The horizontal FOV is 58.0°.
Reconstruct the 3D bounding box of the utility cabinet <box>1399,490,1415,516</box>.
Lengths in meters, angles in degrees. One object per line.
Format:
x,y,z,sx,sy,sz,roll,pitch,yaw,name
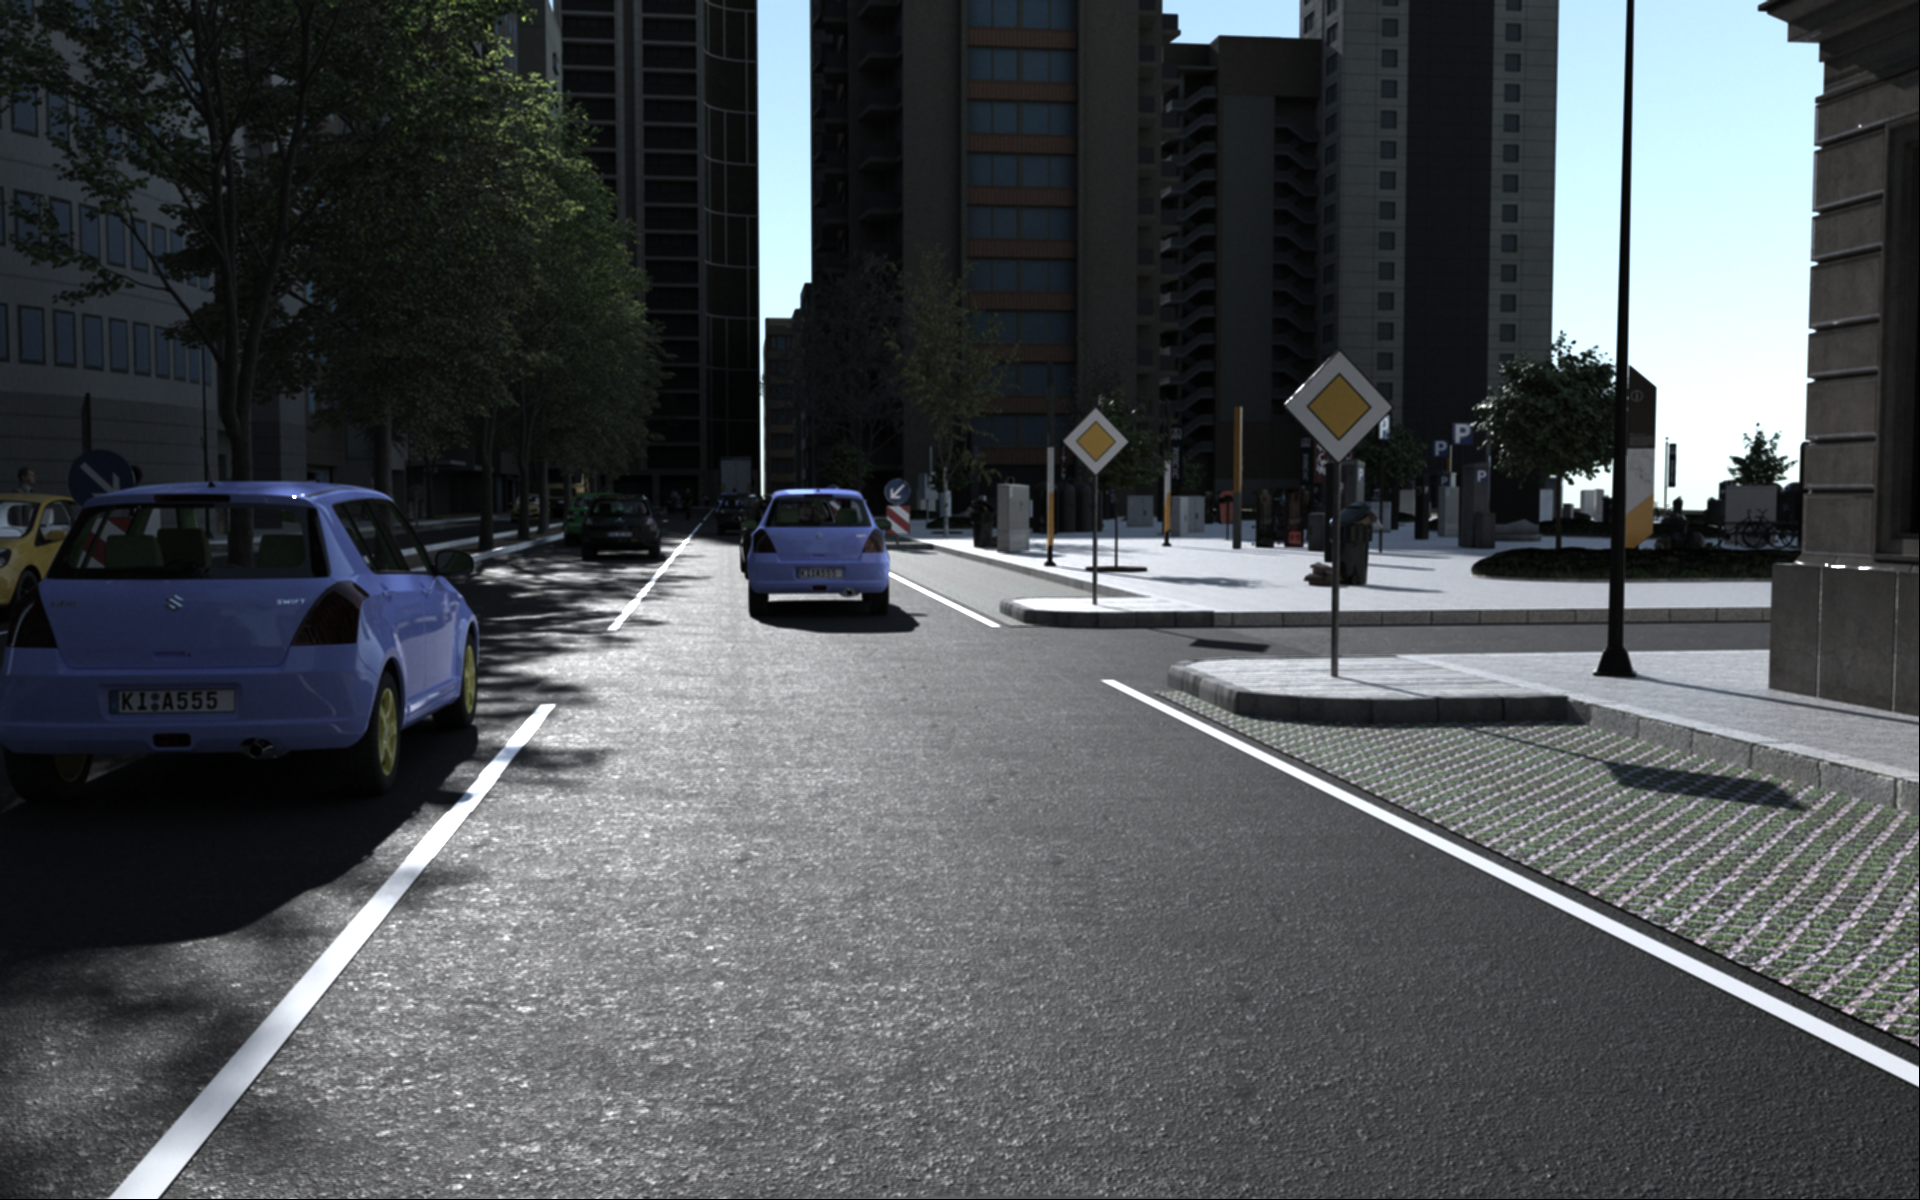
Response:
23.207,-4.942,89.486,0.318,1.500,1.173,-2,4,-24,utility cabinet

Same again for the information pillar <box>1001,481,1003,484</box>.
2.467,-5.512,94.619,0.304,2.012,0.304,-3,5,-42,information pillar

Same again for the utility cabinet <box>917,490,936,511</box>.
-1.811,-5.176,93.314,0.318,1.500,1.173,3,5,43,utility cabinet

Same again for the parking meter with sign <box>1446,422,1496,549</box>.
12.314,-2.762,41.415,0.543,3.016,1.738,0,4,-7,parking meter with sign

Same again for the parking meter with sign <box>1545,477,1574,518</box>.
26.234,-4.908,76.507,1.738,3.016,0.543,3,5,43,parking meter with sign

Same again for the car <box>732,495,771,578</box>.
-3.037,-1.292,30.909,2.009,1.686,4.222,-1,4,-9,car

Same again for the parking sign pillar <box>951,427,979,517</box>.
0.202,-4.996,70.155,1.447,3.967,1.447,-3,4,-38,parking sign pillar

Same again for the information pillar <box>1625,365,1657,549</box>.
12.342,-2.452,31.446,0.504,3.616,0.183,1,4,12,information pillar

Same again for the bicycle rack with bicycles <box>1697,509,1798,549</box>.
19.373,-1.704,41.241,2.925,0.926,2.852,3,4,37,bicycle rack with bicycles

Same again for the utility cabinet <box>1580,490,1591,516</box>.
33.949,-5.170,93.210,1.173,1.500,0.318,-1,4,-21,utility cabinet

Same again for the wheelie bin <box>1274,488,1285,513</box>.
16.746,-5.053,90.519,0.693,1.594,0.980,-2,4,-35,wheelie bin

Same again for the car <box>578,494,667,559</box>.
-7.715,-1.821,39.561,2.009,1.686,4.222,-1,4,-9,car

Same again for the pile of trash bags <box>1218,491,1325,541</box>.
8.861,-2.340,48.016,3.447,1.369,1.912,1,4,16,pile of trash bags

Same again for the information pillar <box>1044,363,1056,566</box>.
1.609,-2.411,30.778,0.183,3.616,0.504,0,4,-2,information pillar

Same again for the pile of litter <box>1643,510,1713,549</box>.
16.486,-1.577,39.755,1.719,0.858,1.176,3,5,44,pile of litter

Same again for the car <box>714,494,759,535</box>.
-7.761,-3.175,61.706,2.009,1.686,4.222,0,4,-7,car

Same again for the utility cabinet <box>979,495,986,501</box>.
0.687,-4.124,78.590,1.020,1.237,0.306,2,4,29,utility cabinet

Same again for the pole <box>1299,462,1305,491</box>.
13.018,-4.408,65.915,0.158,3.312,0.155,0,3,0,pole

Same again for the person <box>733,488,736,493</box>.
-15.061,-6.570,115.859,1.348,1.831,0.705,-3,5,-39,person

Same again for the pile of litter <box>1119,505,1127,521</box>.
8.389,-4.245,83.365,1.176,0.858,1.719,-1,4,-20,pile of litter

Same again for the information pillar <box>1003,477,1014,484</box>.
2.162,-4.317,75.078,0.304,2.012,0.304,-1,4,-12,information pillar

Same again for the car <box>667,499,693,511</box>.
-23.046,-7.970,142.113,2.131,1.459,4.920,0,4,-6,car

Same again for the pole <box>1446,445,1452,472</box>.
20.305,-4.778,71.966,0.158,3.312,0.155,0,3,0,pole

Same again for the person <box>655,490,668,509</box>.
-28.901,-9.743,167.814,1.348,1.821,0.705,1,4,10,person

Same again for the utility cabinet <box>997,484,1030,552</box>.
1.183,-1.794,38.003,0.318,1.500,1.173,2,4,24,utility cabinet

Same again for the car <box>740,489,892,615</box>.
-1.809,-0.749,21.841,1.945,1.707,3.694,0,4,-6,car

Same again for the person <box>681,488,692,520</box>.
-15.378,-5.402,97.338,0.721,1.766,1.217,-3,4,-36,person

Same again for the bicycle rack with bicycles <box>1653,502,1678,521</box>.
33.060,-4.287,83.479,2.925,0.926,2.852,1,4,13,bicycle rack with bicycles

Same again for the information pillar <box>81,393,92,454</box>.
-20.242,-2.987,40.198,0.183,3.616,0.504,-3,5,-40,information pillar

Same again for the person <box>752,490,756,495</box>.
-20.447,-9.917,170.724,1.350,1.814,0.705,-2,4,-35,person

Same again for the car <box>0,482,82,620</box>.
-11.466,-0.637,20.635,2.015,1.641,3.980,0,4,-6,car

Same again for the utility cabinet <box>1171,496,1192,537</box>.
6.661,-2.526,52.460,0.306,1.237,1.020,1,4,22,utility cabinet

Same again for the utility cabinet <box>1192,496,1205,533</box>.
7.639,-2.836,57.534,1.020,1.237,0.306,-2,4,-26,utility cabinet

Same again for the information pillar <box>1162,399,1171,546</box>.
5.093,-3.128,42.492,0.183,3.616,0.504,0,4,-2,information pillar

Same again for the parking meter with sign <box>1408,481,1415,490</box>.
24.617,-5.915,92.972,0.543,3.016,1.738,-2,4,-26,parking meter with sign

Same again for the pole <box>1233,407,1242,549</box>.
6.482,-2.850,40.444,0.158,3.312,0.155,0,3,0,pole

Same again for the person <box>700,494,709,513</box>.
-19.028,-7.185,129.158,0.628,1.438,0.799,0,4,-5,person

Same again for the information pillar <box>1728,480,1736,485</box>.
40.505,-5.287,90.937,0.304,2.012,0.304,0,4,-8,information pillar

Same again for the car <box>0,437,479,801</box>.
-3.704,0.009,9.446,1.945,1.707,3.694,0,4,-7,car

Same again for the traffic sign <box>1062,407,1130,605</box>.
1.562,-1.003,20.037,0.795,2.450,0.064,0,4,-8,traffic sign

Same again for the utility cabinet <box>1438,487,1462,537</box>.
14.866,-2.638,51.810,1.173,1.500,0.318,-2,4,-27,utility cabinet

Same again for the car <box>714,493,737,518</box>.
-14.235,-5.951,106.886,1.945,1.707,3.694,0,4,-6,car

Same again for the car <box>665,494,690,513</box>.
-21.275,-7.410,130.946,2.009,1.686,4.222,-1,4,-9,car

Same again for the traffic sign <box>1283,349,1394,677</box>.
2.632,-0.519,12.124,0.795,2.450,0.064,0,4,-8,traffic sign

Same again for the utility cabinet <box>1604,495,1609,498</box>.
34.844,-5.059,93.883,0.306,1.237,1.020,0,4,3,utility cabinet

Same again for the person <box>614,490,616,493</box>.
-29.865,-8.621,149.471,0.705,1.822,1.348,0,4,-7,person

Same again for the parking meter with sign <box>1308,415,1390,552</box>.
8.602,-2.584,38.508,1.738,3.016,0.543,3,4,38,parking meter with sign

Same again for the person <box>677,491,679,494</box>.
-26.227,-9.266,160.722,1.217,1.743,0.721,-2,4,-25,person

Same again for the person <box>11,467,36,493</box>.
-13.227,-0.979,24.612,0.767,1.812,0.694,-1,4,-11,person

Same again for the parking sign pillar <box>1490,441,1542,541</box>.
15.237,-3.612,47.536,1.447,3.967,1.447,1,4,16,parking sign pillar

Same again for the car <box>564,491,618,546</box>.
-10.203,-2.472,49.207,1.959,1.807,4.718,0,4,-7,car

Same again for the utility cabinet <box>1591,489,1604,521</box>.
27.102,-3.961,73.441,0.318,1.500,1.173,1,4,15,utility cabinet

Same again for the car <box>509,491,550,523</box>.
-21.537,-4.686,86.841,2.015,1.641,3.980,-1,4,-9,car

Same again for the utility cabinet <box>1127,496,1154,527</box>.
6.990,-3.430,67.237,1.020,1.237,0.306,0,4,3,utility cabinet

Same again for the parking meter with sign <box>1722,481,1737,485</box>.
43.500,-6.220,97.963,1.738,3.016,0.543,0,4,1,parking meter with sign

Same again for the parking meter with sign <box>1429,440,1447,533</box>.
15.887,-3.679,56.417,0.543,3.016,1.738,2,4,31,parking meter with sign

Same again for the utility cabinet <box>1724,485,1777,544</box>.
19.992,-2.148,43.802,1.173,1.500,0.318,2,4,26,utility cabinet
